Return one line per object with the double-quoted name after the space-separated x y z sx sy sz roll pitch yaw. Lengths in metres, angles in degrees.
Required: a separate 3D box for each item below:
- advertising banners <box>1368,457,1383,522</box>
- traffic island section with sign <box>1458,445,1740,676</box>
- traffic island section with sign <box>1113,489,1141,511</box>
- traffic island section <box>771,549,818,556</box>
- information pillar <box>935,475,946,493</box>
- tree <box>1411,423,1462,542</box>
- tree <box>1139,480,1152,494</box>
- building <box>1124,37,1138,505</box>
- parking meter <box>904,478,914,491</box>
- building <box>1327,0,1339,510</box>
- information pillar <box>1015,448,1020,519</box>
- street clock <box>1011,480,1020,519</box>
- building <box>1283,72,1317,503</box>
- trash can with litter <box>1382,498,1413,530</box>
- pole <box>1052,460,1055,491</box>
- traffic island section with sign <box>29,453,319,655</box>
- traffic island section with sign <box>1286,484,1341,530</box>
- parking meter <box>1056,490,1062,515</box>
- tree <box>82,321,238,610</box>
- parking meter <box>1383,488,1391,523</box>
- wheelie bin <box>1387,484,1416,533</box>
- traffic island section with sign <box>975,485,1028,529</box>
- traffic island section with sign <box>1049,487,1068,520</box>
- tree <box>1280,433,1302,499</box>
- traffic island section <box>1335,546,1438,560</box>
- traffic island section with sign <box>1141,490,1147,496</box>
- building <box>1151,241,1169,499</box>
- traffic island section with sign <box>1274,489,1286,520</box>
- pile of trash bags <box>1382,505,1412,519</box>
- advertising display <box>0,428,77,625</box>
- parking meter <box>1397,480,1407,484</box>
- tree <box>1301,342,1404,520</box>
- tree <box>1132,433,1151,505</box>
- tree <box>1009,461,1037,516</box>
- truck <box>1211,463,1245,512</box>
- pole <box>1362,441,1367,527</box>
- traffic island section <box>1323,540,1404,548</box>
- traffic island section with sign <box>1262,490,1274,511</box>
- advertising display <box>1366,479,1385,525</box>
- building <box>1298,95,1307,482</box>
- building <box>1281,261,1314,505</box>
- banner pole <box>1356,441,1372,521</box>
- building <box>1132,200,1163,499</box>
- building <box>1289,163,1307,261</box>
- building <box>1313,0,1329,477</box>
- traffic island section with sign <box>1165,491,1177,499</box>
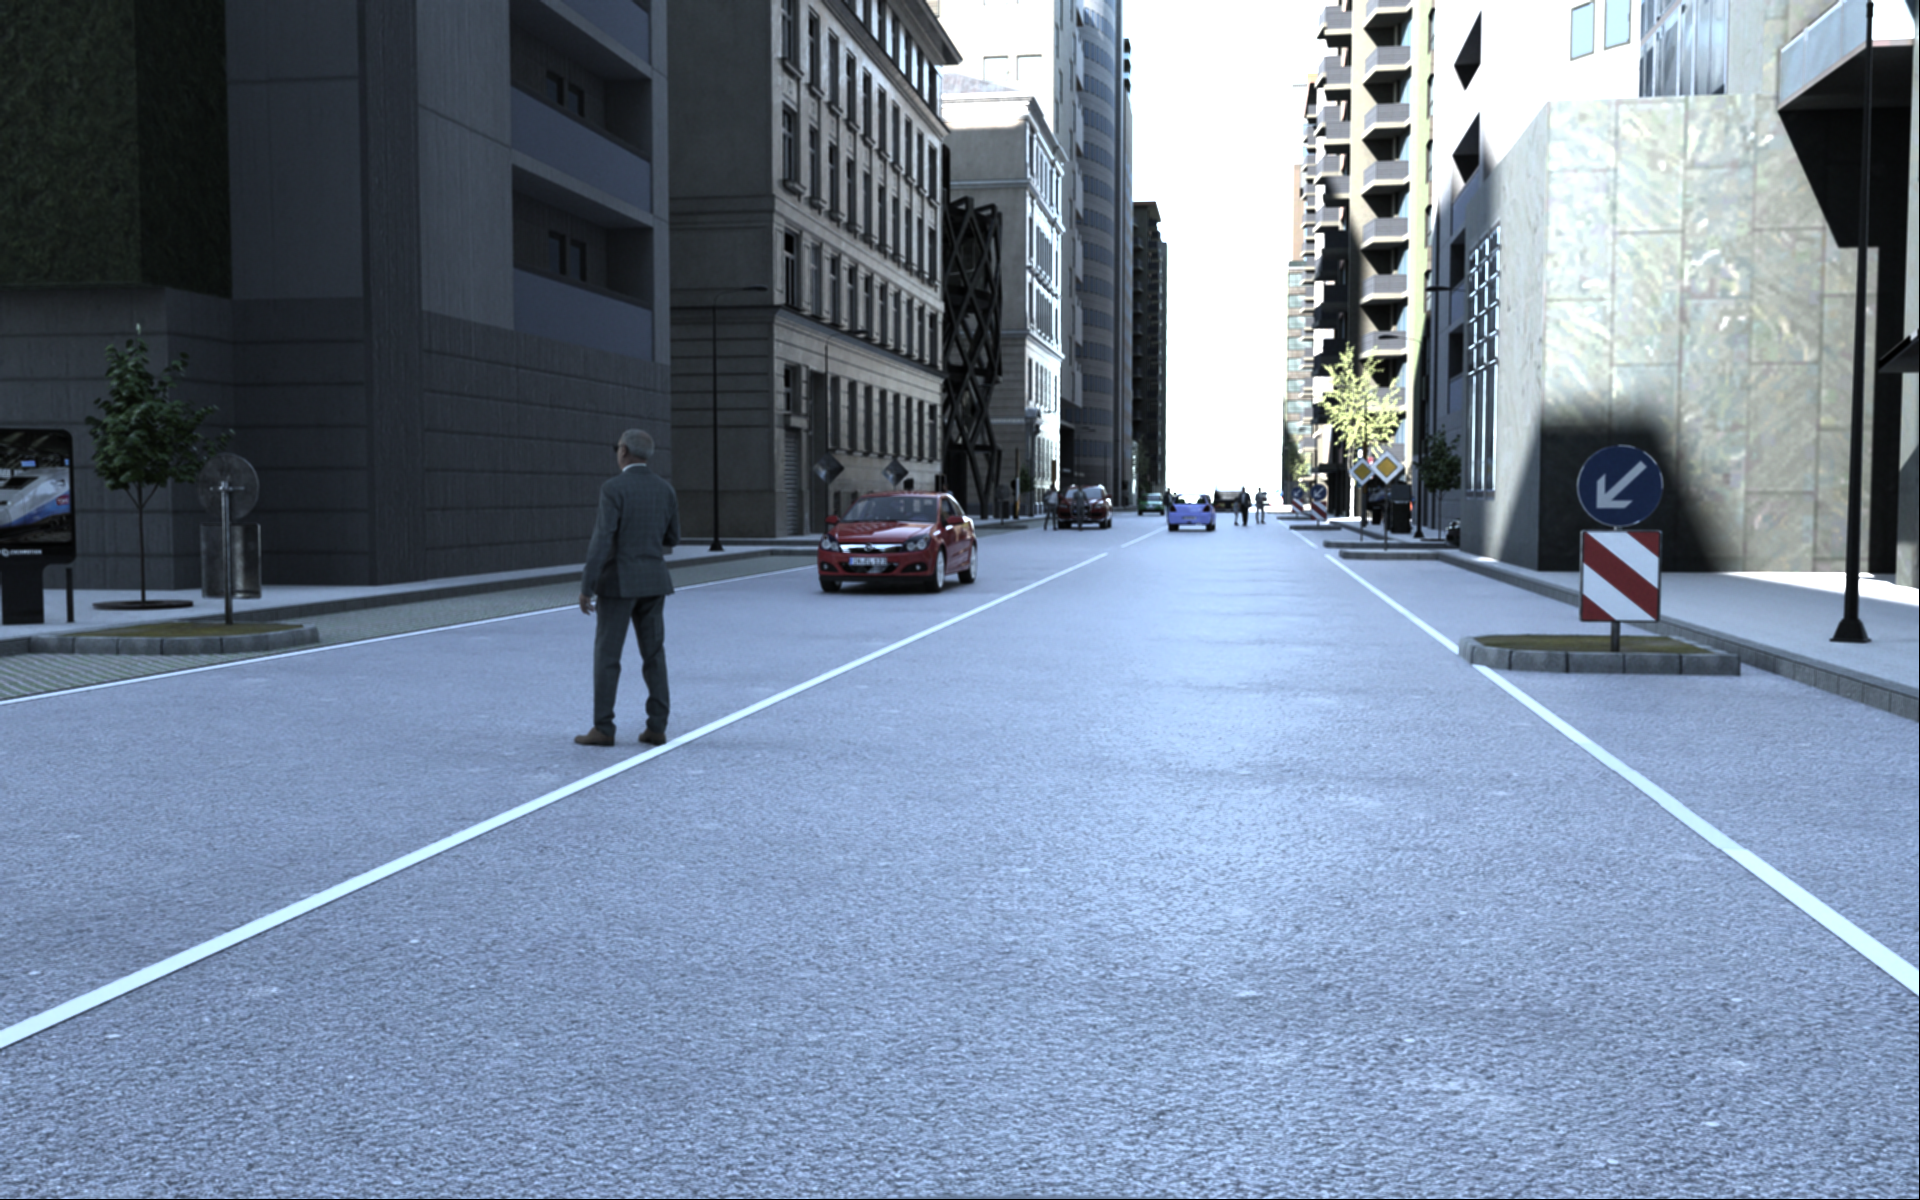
19.442 -5.144 80.298 0.090 3.025 2.074 -1 4 -18 "advertising banners"
5.336 -0.374 14.748 1.989 1.847 2.006 1 4 9 "traffic island section with sign"
14.018 -8.436 146.549 1.989 1.847 2.006 1 4 9 "traffic island section with sign"
-3.151 -1.155 41.159 2.009 0.180 2.903 1 4 9 "traffic island section"
-0.743 -3.720 65.320 0.304 2.012 0.304 -3 5 -42 "information pillar"
13.060 -3.207 47.035 1.663 3.219 1.824 0 3 0 "tree"
22.733 -13.334 212.618 1.663 3.219 1.824 0 3 0 "tree"
12.108 -55.604 221.797 22.319 86.520 31.000 1 4 9 "building"
-1.918 -3.604 64.642 0.255 1.863 0.399 2 4 25 "parking meter"
35.100 -29.421 131.137 14.600 45.320 14.200 1 4 9 "building"
2.929 -5.906 87.921 0.183 3.616 0.504 1 4 13 "information pillar"
2.838 -5.142 88.635 0.358 2.002 0.471 -3 5 -42 "street clock"
57.174 -43.168 247.789 21.231 58.520 28.212 1 4 9 "building"
15.306 -3.004 60.508 1.055 1.170 0.624 2 4 32 "trash can with litter"
5.586 -6.697 103.332 0.158 3.312 0.155 0 3 0 "pole"
-7.199 -0.467 16.258 1.989 1.847 2.006 1 4 9 "traffic island section with sign"
14.268 -3.730 69.609 1.989 1.847 2.006 1 4 9 "traffic island section with sign"
6.171 -6.075 107.730 0.372 1.533 0.369 0 3 0 "parking meter"
-9.230 -1.517 19.409 1.663 3.219 1.824 0 3 0 "tree"
18.954 -4.182 76.787 0.372 1.533 0.369 0 3 0 "parking meter"
14.370 -2.976 56.570 0.980 1.594 0.693 1 4 12 "wheelie bin"
1.738 -3.823 71.128 1.989 1.847 2.006 1 4 9 "traffic island section with sign"
6.069 -5.450 97.734 1.989 1.847 2.006 1 4 9 "traffic island section with sign"
39.443 -15.478 203.434 4.737 8.622 4.395 0 3 0 "tree"
9.622 -1.028 39.082 2.009 0.180 2.903 1 4 9 "traffic island section"
18.444 -10.100 173.767 1.989 1.847 2.006 1 4 9 "traffic island section with sign"
25.468 -36.093 273.719 14.154 41.232 14.086 1 4 9 "building"
18.606 -5.358 96.224 1.989 1.847 2.006 1 4 9 "traffic island section with sign"
22.186 -4.748 87.379 1.912 1.369 3.447 0 4 -7 "pile of trash bags"
-9.253 -0.724 17.044 0.974 1.923 0.123 -2 4 -33 "advertising display"
18.444 -4.070 72.248 0.399 1.863 0.255 0 4 -1 "parking meter"
19.405 -8.200 84.435 4.737 8.622 4.395 0 3 0 "tree"
20.201 -15.250 199.699 4.360 8.622 3.978 0 3 0 "tree"
3.599 -6.495 100.801 1.663 3.219 1.824 0 3 0 "tree"
22.604 -9.550 145.906 2.967 4.110 18.799 1 4 9 "truck"
15.641 -4.475 67.014 0.158 3.312 0.155 0 3 0 "pole"
10.906 -1.510 46.963 2.009 0.180 2.903 1 4 9 "traffic island section"
26.565 -8.347 145.106 1.989 1.847 2.006 1 4 9 "traffic island section with sign"
17.474 -4.127 72.691 0.974 1.923 0.123 -1 4 -19 "advertising display"
46.591 -32.064 178.868 22.147 44.769 28.867 1 4 9 "building"
47.352 -27.055 214.044 14.160 30.474 14.107 1 4 9 "building"
19.116 -5.604 81.637 0.863 3.779 0.401 0 3 0 "banner pole"
17.975 -36.578 252.680 22.147 44.769 28.867 1 4 9 "building"
50.424 -35.335 227.843 14.600 45.320 14.200 1 4 9 "building"
45.069 -34.320 150.374 28.713 52.752 27.495 1 4 9 "building"
27.477 -13.489 229.164 1.989 1.847 2.006 1 4 9 "traffic island section with sign"
